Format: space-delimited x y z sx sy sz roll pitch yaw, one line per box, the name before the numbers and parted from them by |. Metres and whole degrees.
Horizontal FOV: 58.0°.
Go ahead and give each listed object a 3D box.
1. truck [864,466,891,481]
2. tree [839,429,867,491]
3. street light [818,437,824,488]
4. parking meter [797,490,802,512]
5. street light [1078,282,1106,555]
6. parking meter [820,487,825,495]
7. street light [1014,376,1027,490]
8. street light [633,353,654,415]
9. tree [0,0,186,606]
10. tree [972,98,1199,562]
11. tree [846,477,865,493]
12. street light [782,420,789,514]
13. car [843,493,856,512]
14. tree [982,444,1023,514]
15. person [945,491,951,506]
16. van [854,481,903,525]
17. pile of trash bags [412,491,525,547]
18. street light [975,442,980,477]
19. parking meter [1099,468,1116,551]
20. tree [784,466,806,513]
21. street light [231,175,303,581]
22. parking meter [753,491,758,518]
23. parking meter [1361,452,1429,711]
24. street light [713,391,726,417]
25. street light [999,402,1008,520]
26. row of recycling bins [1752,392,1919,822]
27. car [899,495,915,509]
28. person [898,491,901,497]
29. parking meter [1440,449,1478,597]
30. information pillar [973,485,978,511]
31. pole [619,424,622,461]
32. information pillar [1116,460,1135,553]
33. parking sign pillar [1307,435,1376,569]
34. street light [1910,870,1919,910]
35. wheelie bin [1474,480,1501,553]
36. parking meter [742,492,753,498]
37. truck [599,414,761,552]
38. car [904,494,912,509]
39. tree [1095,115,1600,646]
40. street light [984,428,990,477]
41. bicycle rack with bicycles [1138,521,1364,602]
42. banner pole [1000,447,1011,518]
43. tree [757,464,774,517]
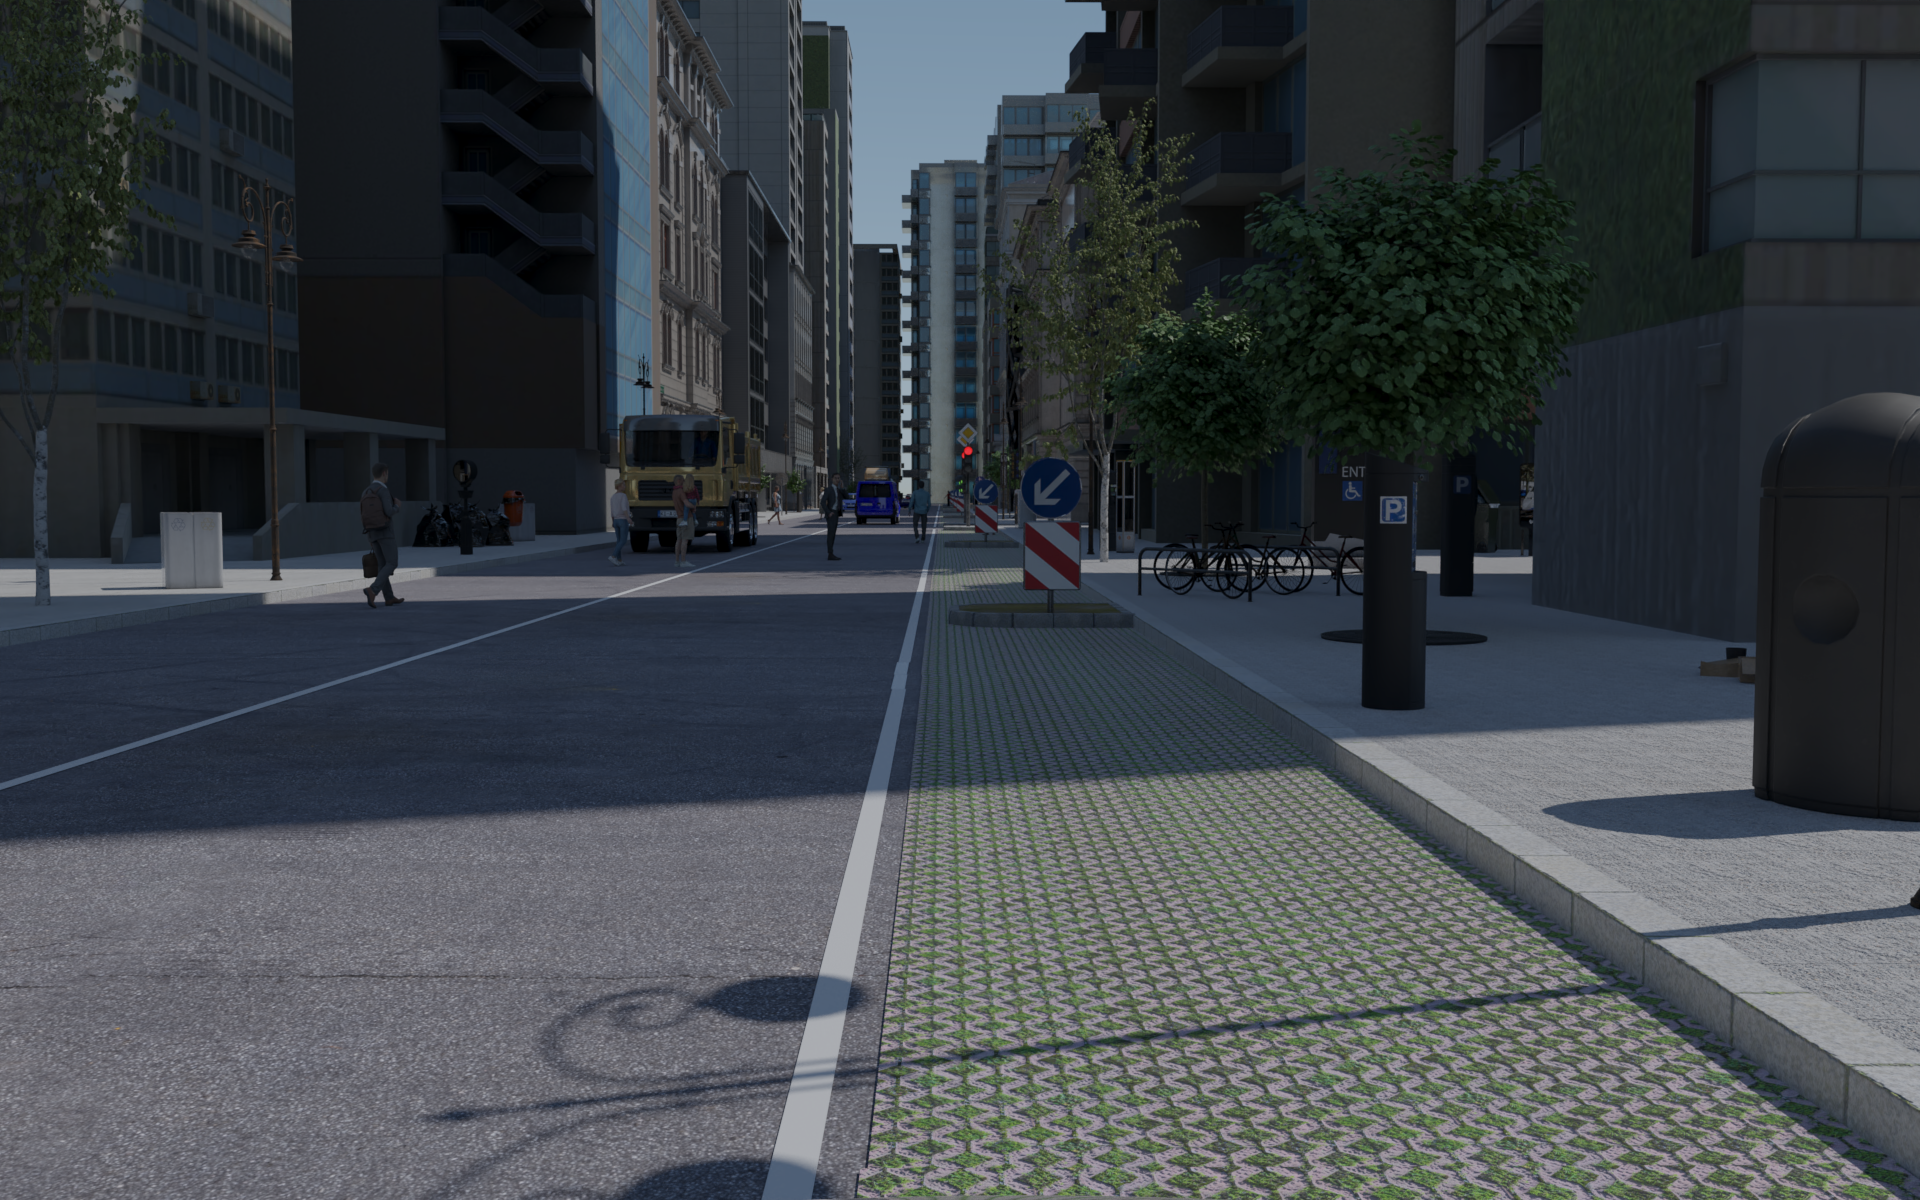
truck | -8.323 -11.364 174.715 2.839 4.237 11.283 0 4 -1
tree | -12.459 -14.712 190.904 4.360 8.622 3.978 0 3 0
street light | -11.295 -10.251 140.384 0.468 5.910 1.993 0 4 -1
parking meter | -11.527 -7.255 124.333 0.255 1.863 0.399 2 4 35
street light | 2.777 -3.904 36.623 0.468 5.910 1.993 0 4 -1
parking meter | -10.932 -8.081 137.840 0.255 1.863 0.399 1 4 14
street light | 2.382 -5.827 68.055 0.468 5.910 1.993 0 4 -1
street light | -10.381 -5.150 56.996 0.468 5.910 1.993 0 4 -1
tree | -10.766 -4.251 19.866 4.737 8.622 4.395 0 3 0
tree | 2.607 -5.028 32.576 4.737 8.622 4.395 0 3 0
tree | -12.037 -12.302 195.738 1.663 3.219 1.824 0 3 0
street light | -10.932 -8.315 108.736 0.468 5.910 1.993 0 4 -1
car | -8.786 -8.001 140.407 1.945 1.707 3.694 0 4 -1
tree | 3.097 -7.921 113.225 4.285 4.588 4.351 0 3 0
person | -1.356 -11.759 200.697 0.705 1.831 1.348 3 4 38
van | -3.915 -4.807 82.981 2.240 2.365 5.245 0 4 1
pile of trash bags | -11.951 -2.042 43.141 1.912 1.369 3.447 1 4 20
street light | 1.546 -10.881 150.696 0.468 5.910 1.993 0 4 -1
parking meter | 3.343 -2.029 38.891 0.255 1.863 0.399 -2 4 -35
tree | -11.334 -7.641 119.533 1.663 3.219 1.824 0 3 0
street light | -10.145 -3.225 25.518 0.468 5.910 1.993 0 4 -1
parking meter | -10.735 -5.006 90.251 0.372 1.533 0.369 0 3 0
parking meter | 2.611 -0.121 10.396 0.372 1.533 0.369 0 3 0
street light | -10.619 -6.343 76.499 0.468 5.910 1.993 0 4 -1
street light | 2.177 -6.974 86.821 0.468 5.910 1.993 0 4 -1
row of recycling bins | 5.119 -0.017 7.388 3.534 1.692 1.069 -1 4 -12
car | -5.042 -9.165 162.435 1.945 1.354 3.894 0 4 0
person | -7.026 -11.858 202.385 0.705 1.822 1.348 -1 4 -17
parking meter | 6.257 -0.979 21.725 0.399 1.863 0.255 0 4 -5
information pillar | 1.187 -7.884 133.393 0.304 2.012 0.304 -2 4 -23
pole | -9.771 -3.449 50.242 0.158 3.312 0.155 0 3 0
information pillar | 3.598 -2.027 37.639 0.304 2.012 0.304 -2 4 -26
parking sign pillar | 6.846 -2.561 30.338 1.447 3.967 1.447 0 4 4
street light | 3.047 -1.982 5.189 0.468 5.910 1.993 0 4 -1
wheelie bin | 11.353 -1.832 37.856 0.693 1.594 0.980 3 5 39
parking meter | -10.491 -4.685 85.014 0.372 1.533 0.369 0 3 0
truck | -6.917 -2.999 44.964 3.469 3.379 9.791 0 4 -1
car | -4.689 -9.983 172.259 2.155 1.783 4.494 0 4 0
tree | 3.862 -1.923 15.161 4.285 4.588 4.351 0 3 0
street light | 1.857 -8.946 119.047 0.468 5.910 1.993 0 4 -1
bicycle rack with bicycles | 3.508 -0.529 22.034 2.852 0.926 2.925 -3 5 -41
banner pole | 2.473 -6.268 92.493 0.863 3.779 0.401 3 4 36
tree | -11.324 -6.165 95.398 1.663 3.219 1.824 0 3 0
